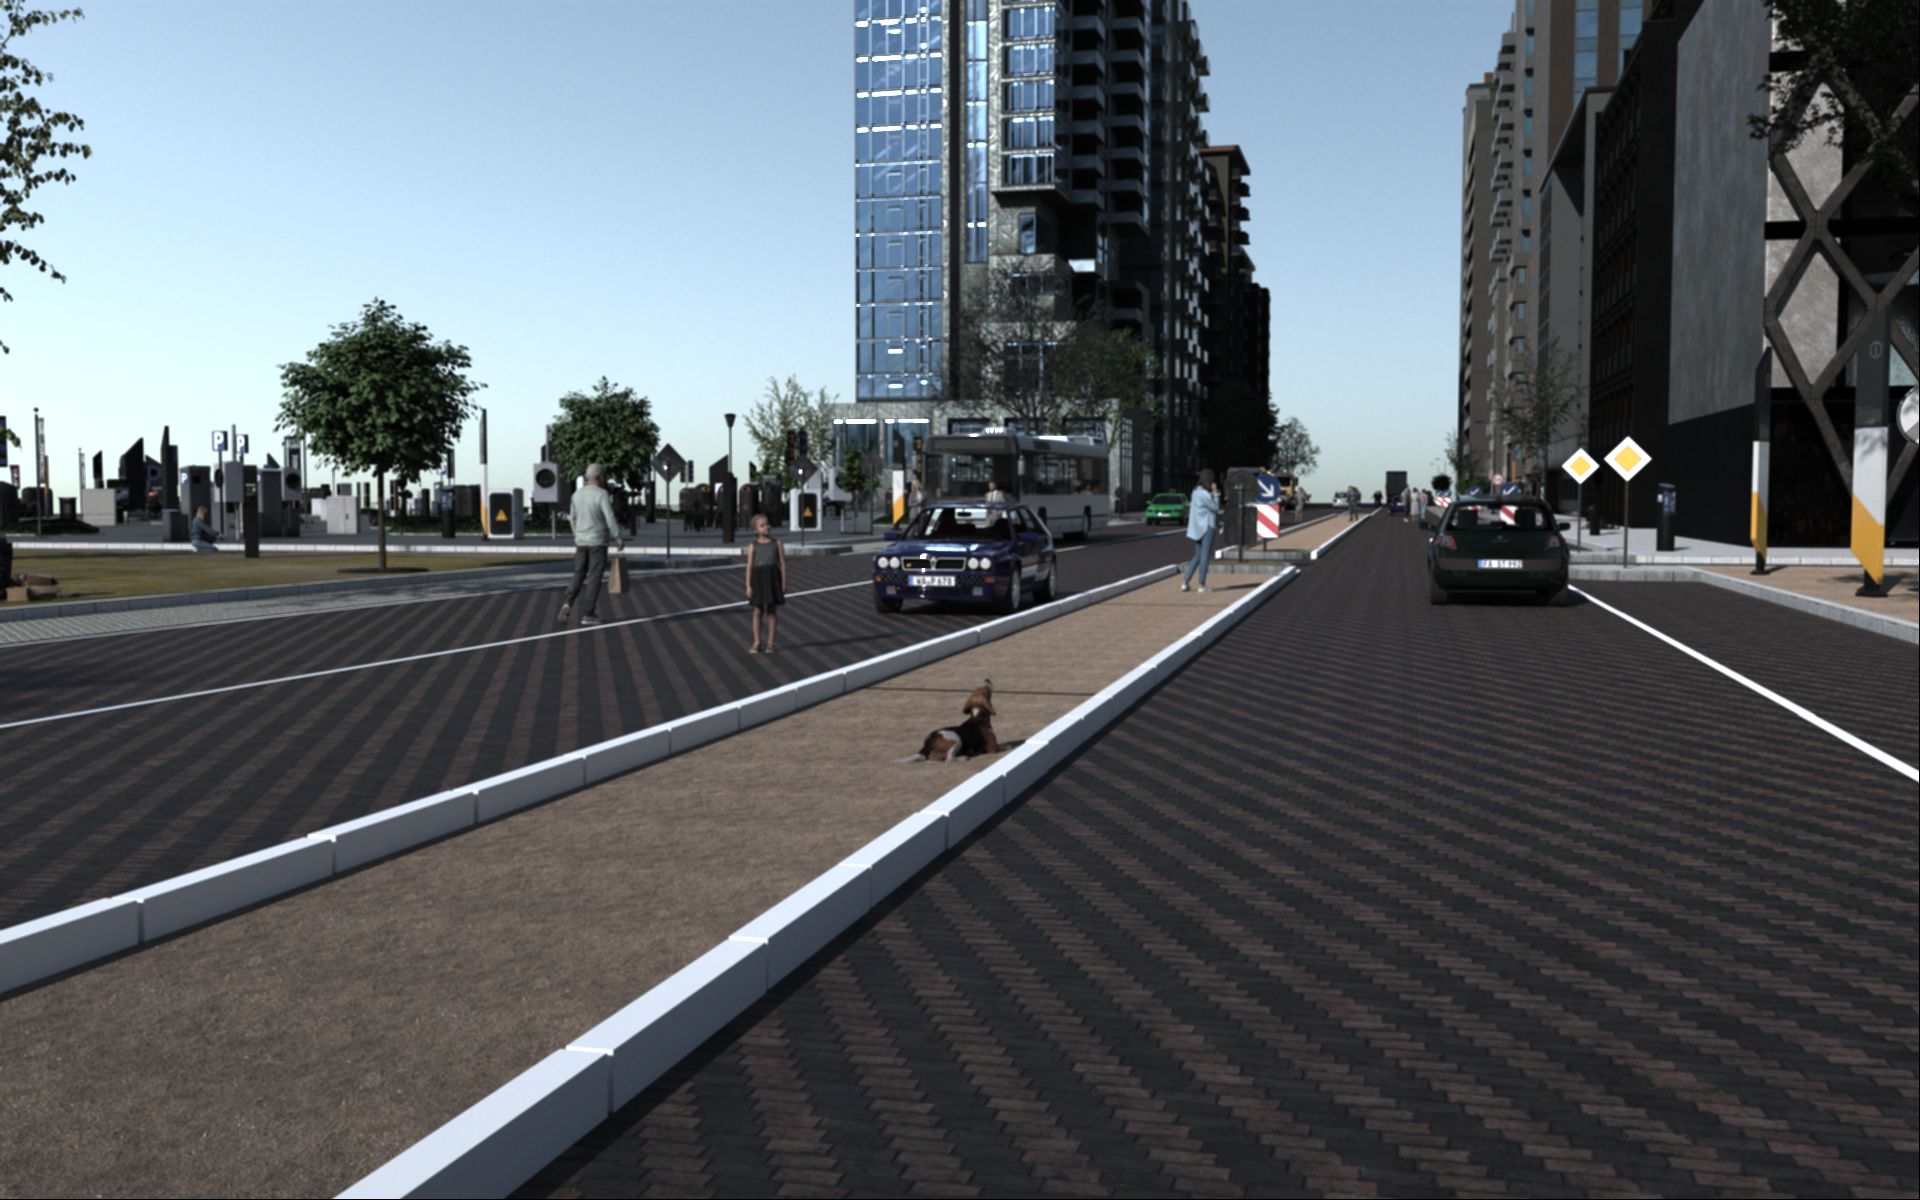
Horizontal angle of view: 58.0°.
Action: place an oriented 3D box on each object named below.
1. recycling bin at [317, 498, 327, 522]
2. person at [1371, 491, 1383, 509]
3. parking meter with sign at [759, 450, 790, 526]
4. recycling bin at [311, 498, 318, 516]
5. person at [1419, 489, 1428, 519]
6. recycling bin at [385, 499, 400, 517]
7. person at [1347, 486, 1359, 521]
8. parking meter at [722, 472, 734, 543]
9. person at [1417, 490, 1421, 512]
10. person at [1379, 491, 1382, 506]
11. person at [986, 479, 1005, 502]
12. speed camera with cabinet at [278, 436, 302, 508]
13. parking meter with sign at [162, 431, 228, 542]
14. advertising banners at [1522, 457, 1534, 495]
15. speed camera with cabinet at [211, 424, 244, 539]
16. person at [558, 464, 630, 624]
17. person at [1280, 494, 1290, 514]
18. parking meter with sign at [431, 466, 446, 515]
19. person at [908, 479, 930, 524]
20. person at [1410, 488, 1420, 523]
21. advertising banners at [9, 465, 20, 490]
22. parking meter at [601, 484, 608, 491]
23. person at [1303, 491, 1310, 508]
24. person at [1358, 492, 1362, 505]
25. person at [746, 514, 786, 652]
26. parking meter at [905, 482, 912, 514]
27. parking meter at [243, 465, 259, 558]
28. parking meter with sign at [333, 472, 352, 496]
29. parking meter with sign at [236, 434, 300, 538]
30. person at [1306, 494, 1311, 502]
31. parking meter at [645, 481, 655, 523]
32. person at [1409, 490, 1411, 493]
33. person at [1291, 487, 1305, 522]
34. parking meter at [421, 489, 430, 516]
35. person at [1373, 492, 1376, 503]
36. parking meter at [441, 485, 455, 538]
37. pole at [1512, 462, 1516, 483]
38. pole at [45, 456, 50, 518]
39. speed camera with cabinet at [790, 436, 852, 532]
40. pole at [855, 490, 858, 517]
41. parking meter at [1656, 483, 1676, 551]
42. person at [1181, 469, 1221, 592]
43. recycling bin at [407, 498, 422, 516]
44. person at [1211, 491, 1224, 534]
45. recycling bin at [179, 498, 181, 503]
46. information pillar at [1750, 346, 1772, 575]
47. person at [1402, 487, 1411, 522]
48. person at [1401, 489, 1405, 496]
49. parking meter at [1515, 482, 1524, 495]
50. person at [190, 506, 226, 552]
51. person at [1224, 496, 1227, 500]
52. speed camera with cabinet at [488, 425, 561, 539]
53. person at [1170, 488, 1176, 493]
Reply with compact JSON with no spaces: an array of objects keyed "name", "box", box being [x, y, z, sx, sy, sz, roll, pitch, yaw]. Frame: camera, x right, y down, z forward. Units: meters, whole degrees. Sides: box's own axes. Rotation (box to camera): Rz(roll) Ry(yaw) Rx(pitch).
[{"name":"recycling bin","box":[-29.523,-4.197,81.178,0.722,1.027,0.722,0,4,-7]},{"name":"person","box":[39.442,-9.442,163.700,1.217,1.723,0.721,2,4,31]},{"name":"parking meter with sign","box":[-7.554,-4.493,69.725,1.738,3.016,0.543,2,4,28]},{"name":"recycling bin","box":[-37.081,-5.374,100.413,0.722,1.027,0.722,1,4,16]},{"name":"person","box":[26.846,-5.571,100.417,0.563,1.720,0.643,3,5,45]},{"name":"recycling bin","box":[-31.617,-5.135,96.516,0.722,1.027,0.722,-2,4,-26]},{"name":"person","box":[20.562,-5.038,90.673,0.655,1.846,0.447,3,5,41]},{"name":"parking meter","box":[-6.109,-2.446,45.700,0.255,1.863,0.399,0,4,1]},{"name":"person","box":[37.569,-8.119,141.688,0.683,1.767,0.568,-1,4,-10]},{"name":"person","box":[49.926,-12.085,206.019,0.705,1.831,1.348,-1,4,-15]},{"name":"person","box":[0.849,-2.047,42.248,0.678,1.792,0.850,2,4,34]},{"name":"speed camera with cabinet","box":[-23.378,-3.934,58.649,0.660,3.252,2.038,3,5,41]},{"name":"parking meter with sign","box":[-20.867,-3.116,47.205,0.543,3.016,1.738,2,4,31]},{"name":"advertising banners","box":[26.551,-5.189,81.034,0.090,3.025,2.074,0,4,5]},{"name":"speed camera with cabinet","box":[-21.263,-3.379,49.575,2.038,3.252,0.660,3,5,41]},{"name":"person","box":[-3.999,-0.614,19.022,0.782,1.767,0.515,2,4,29]},{"name":"person","box":[22.787,-6.706,121.376,0.697,1.427,0.421,0,4,6]},{"name":"parking meter with sign","box":[-31.813,-6.689,105.625,0.543,3.016,1.738,0,4,-2]},{"name":"person","box":[-0.993,-2.046,42.135,0.537,1.800,0.526,0,4,-3]},{"name":"person","box":[22.905,-4.782,87.262,0.480,1.755,0.524,-1,4,-11]},{"name":"advertising banners","box":[-56.061,-6.617,104.368,2.074,3.025,0.090,-2,4,-26]},{"name":"parking meter","box":[-19.547,-5.474,95.207,0.399,1.863,0.255,2,4,26]},{"name":"person","box":[36.341,-10.663,182.925,1.350,1.814,0.705,0,4,7]},{"name":"person","box":[54.220,-13.831,235.319,0.721,1.739,1.217,-2,4,-35]},{"name":"person","box":[-1.760,-0.158,15.752,0.362,1.253,0.373,0,4,-2]},{"name":"parking meter","box":[-2.539,-4.797,84.150,0.255,1.863,0.399,-3,5,-41]},{"name":"parking meter","box":[-14.252,-1.780,34.817,0.255,1.863,0.399,-1,4,-21]},{"name":"parking meter with sign","box":[-42.295,-7.532,119.407,1.738,3.016,0.543,-1,4,-22]},{"name":"parking meter with sign","box":[-20.537,-3.377,51.470,0.543,3.016,1.738,3,4,37]},{"name":"person","box":[49.178,-14.208,243.987,0.799,1.438,0.628,1,4,12]},{"name":"parking meter","box":[-13.780,-4.357,76.949,0.399,1.863,0.255,2,4,31]},{"name":"person","box":[45.266,-10.140,174.295,1.348,1.824,0.705,3,5,44]},{"name":"person","box":[17.469,-4.934,89.528,0.716,1.782,0.532,1,4,15]},{"name":"parking meter","box":[-24.835,-4.410,80.516,0.372,1.533,0.369,0,3,0]},{"name":"person","box":[63.721,-15.711,265.396,0.705,1.821,1.348,-2,4,-28]},{"name":"parking meter","box":[-14.973,-2.584,50.667,0.372,1.533,0.369,0,3,0]},{"name":"pole","box":[34.715,-7.018,108.579,0.158,3.312,0.155,0,3,0]},{"name":"pole","box":[-48.387,-5.990,91.774,0.158,3.312,0.155,0,3,0]},{"name":"speed camera with cabinet","box":[-4.720,-3.943,58.808,2.038,3.252,0.660,-1,4,-22]},{"name":"pole","box":[-5.772,-6.263,96.239,0.158,3.312,0.155,0,3,0]},{"name":"parking meter","box":[15.868,-1.866,38.919,0.372,1.533,0.369,0,3,0]},{"name":"person","box":[3.493,-1.001,25.138,0.793,1.790,0.793,3,5,41]},{"name":"recycling bin","box":[-32.037,-5.464,101.882,0.722,1.027,0.722,3,4,36]},{"name":"person","box":[9.062,-3.293,62.180,0.795,1.843,0.661,-2,4,-25]},{"name":"recycling bin","box":[-51.336,-6.243,114.628,0.722,1.027,0.722,2,4,29]},{"name":"information pillar","box":[12.668,-2.203,27.377,0.183,3.616,0.504,3,5,44]},{"name":"person","box":[23.318,-4.980,90.108,0.709,1.800,0.728,0,4,-8]},{"name":"person","box":[34.457,-7.717,134.537,0.709,1.838,0.599,-1,4,-15]},{"name":"parking meter","box":[27.159,-4.798,84.155,0.399,1.863,0.255,2,4,26]},{"name":"person","box":[-17.620,-1.622,40.521,0.738,1.151,1.012,-2,4,-26]},{"name":"person","box":[22.520,-8.199,145.743,0.628,1.438,0.799,1,4,15]},{"name":"speed camera with cabinet","box":[-12.467,-3.367,49.386,2.038,3.252,0.660,0,4,-3]},{"name":"person","box":[13.447,-6.170,109.348,0.573,1.828,0.580,2,4,29]}]
